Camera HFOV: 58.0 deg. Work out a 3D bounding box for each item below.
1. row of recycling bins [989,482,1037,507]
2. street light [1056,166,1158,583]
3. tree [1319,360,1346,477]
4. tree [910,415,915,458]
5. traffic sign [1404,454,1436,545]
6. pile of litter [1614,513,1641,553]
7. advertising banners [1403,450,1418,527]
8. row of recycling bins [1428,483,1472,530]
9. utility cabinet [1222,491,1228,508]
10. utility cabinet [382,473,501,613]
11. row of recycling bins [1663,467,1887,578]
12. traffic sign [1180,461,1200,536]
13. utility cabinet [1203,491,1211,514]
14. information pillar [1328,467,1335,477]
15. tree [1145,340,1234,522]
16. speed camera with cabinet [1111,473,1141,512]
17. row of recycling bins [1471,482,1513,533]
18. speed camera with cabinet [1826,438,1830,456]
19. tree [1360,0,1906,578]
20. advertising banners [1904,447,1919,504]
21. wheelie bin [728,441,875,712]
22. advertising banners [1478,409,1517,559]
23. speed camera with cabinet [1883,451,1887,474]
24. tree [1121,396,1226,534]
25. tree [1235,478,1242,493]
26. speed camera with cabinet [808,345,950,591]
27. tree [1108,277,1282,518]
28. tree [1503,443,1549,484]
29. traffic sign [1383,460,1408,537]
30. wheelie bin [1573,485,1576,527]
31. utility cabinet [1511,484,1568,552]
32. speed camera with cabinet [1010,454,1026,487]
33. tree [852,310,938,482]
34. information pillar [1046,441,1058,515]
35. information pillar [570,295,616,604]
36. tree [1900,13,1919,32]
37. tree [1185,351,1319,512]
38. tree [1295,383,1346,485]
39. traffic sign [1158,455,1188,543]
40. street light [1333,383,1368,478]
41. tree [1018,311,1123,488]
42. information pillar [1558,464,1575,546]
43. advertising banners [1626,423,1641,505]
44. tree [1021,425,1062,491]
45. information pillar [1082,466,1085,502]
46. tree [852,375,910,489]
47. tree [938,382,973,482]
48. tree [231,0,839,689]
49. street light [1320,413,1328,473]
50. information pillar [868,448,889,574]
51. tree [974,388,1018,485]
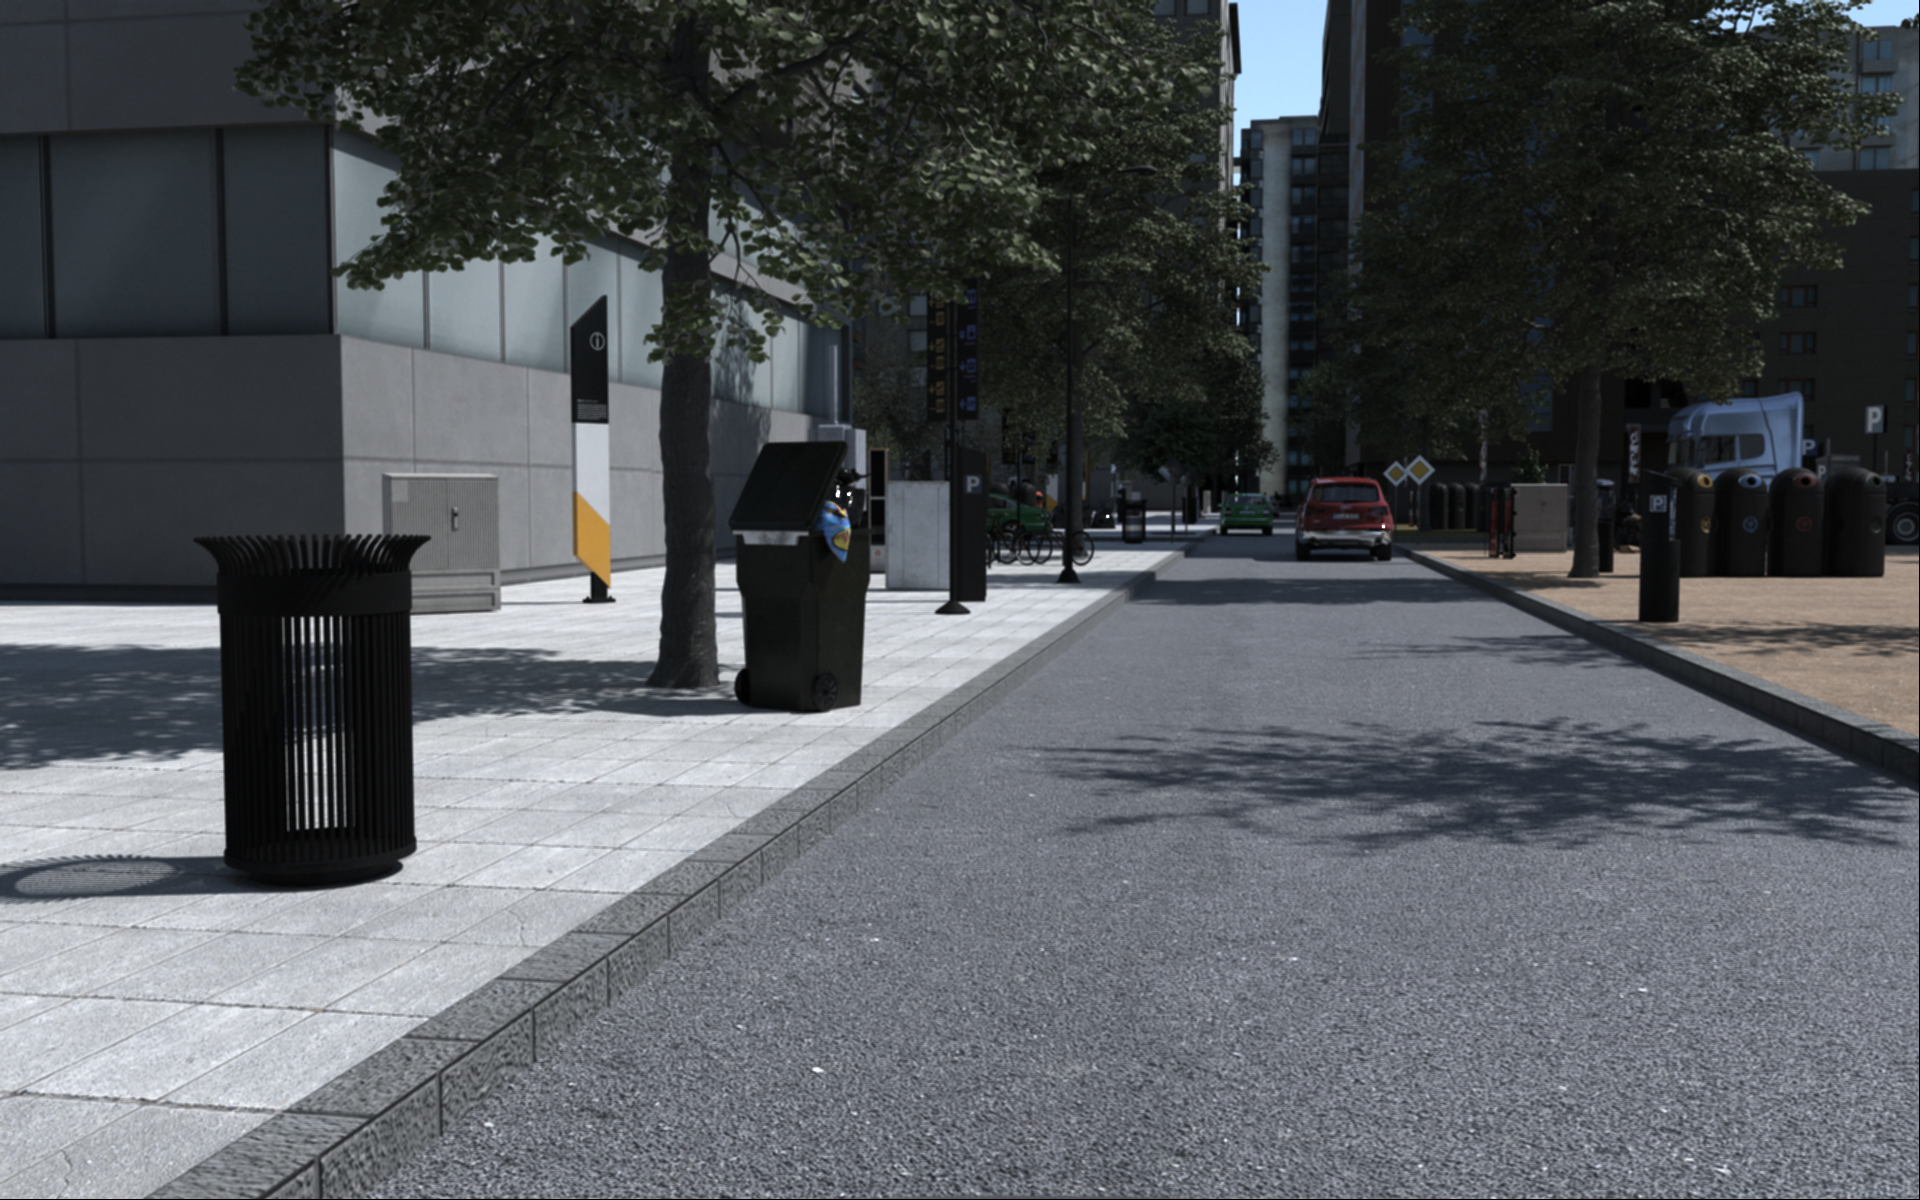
[{"bbox_3d":[0.927,-3.250,60.254,3.534,1.692,1.069,-1,4,-10],"label":"row of recycling bins"},{"bbox_3d":[2.100,-3.194,24.761,1.470,5.913,1.316,1,4,10],"label":"street light"},{"bbox_3d":[28.274,-12.532,130.648,9.928,11.665,9.643,0,3,0],"label":"tree"},{"bbox_3d":[-5.070,-10.443,121.097,4.737,8.622,4.395,0,3,0],"label":"tree"},{"bbox_3d":[11.607,-2.456,43.803,0.795,2.450,0.064,1,4,10],"label":"traffic sign"},{"bbox_3d":[14.741,-1.458,37.796,1.719,0.858,1.176,2,4,30],"label":"pile of litter"},{"bbox_3d":[17.868,-4.417,68.405,0.090,3.025,2.074,0,4,-6],"label":"advertising banners"},{"bbox_3d":[18.097,-3.396,62.644,3.534,1.692,1.069,-3,4,-38],"label":"row of recycling bins"},{"bbox_3d":[19.121,-7.112,124.953,0.318,1.500,1.173,0,4,1],"label":"utility cabinet"},{"bbox_3d":[-5.566,-0.609,18.633,1.173,1.500,0.318,-3,4,-36],"label":"utility cabinet"},{"bbox_3d":[12.551,-1.215,26.971,3.534,1.692,1.069,0,4,-2],"label":"row of recycling bins"},{"bbox_3d":[6.903,-3.004,52.762,0.795,2.450,0.064,1,4,10],"label":"traffic sign"},{"bbox_3d":[15.983,-6.318,111.973,0.318,1.500,1.173,1,4,19],"label":"utility cabinet"},{"bbox_3d":[26.558,-8.096,123.720,0.504,3.616,0.183,1,4,21],"label":"information pillar"},{"bbox_3d":[10.785,-7.936,80.115,4.737,8.622,4.395,0,3,0],"label":"tree"},{"bbox_3d":[11.761,-7.858,122.820,2.038,3.252,0.660,-1,4,-14],"label":"speed camera with cabinet"},{"bbox_3d":[18.116,-3.127,58.243,1.069,1.692,3.534,0,4,8],"label":"row of recycling bins"},{"bbox_3d":[31.246,-4.081,61.056,0.660,3.252,2.038,-1,4,-18],"label":"speed camera with cabinet"},{"bbox_3d":[10.003,-6.603,26.093,7.486,12.596,7.792,0,3,0],"label":"tree"},{"bbox_3d":[35.391,-4.120,63.545,0.090,3.025,2.074,-1,4,-15],"label":"advertising banners"},{"bbox_3d":[-0.960,-0.157,10.481,0.980,1.594,0.693,2,4,34],"label":"wheelie bin"},{"bbox_3d":[10.836,-2.375,35.021,0.090,3.025,2.074,0,4,-3],"label":"advertising banners"},{"bbox_3d":[41.875,-5.231,79.857,2.038,3.252,0.660,2,4,25],"label":"speed camera with cabinet"},{"bbox_3d":[6.936,-4.391,55.512,4.285,4.588,4.351,0,3,0],"label":"tree"},{"bbox_3d":[27.252,-10.915,173.059,1.663,3.219,1.824,0,3,0],"label":"tree"},{"bbox_3d":[-0.977,-1.764,23.176,2.038,3.252,0.660,1,4,12],"label":"speed camera with cabinet"},{"bbox_3d":[12.387,-10.689,91.769,9.611,12.733,9.660,0,3,0],"label":"tree"},{"bbox_3d":[21.388,-4.337,65.515,1.663,3.219,1.824,0,3,0],"label":"tree"},{"bbox_3d":[12.999,-2.937,51.667,0.795,2.450,0.064,1,4,10],"label":"traffic sign"},{"bbox_3d":[21.721,-3.233,60.773,0.980,1.594,0.693,3,5,42],"label":"wheelie bin"},{"bbox_3d":[12.581,-1.773,37.663,1.173,1.500,0.318,1,4,15],"label":"utility cabinet"},{"bbox_3d":[2.518,-5.670,87.047,0.660,3.252,2.038,-2,4,-31],"label":"speed camera with cabinet"},{"bbox_3d":[-3.594,-7.161,67.438,4.360,8.622,3.978,0,3,0],"label":"tree"},{"bbox_3d":[3.845,-4.940,72.121,0.504,3.616,0.183,0,4,0],"label":"information pillar"},{"bbox_3d":[-4.318,-1.770,20.297,0.183,3.616,0.504,3,5,41],"label":"information pillar"},{"bbox_3d":[11.048,-4.017,16.042,4.737,8.622,4.395,0,3,0],"label":"tree"},{"bbox_3d":[17.908,-11.975,121.542,9.928,11.665,9.643,0,3,0],"label":"tree"},{"bbox_3d":[24.765,-10.174,116.701,4.360,8.622,3.978,0,3,0],"label":"tree"},{"bbox_3d":[5.511,-2.523,44.899,0.795,2.450,0.064,1,4,10],"label":"traffic sign"},{"bbox_3d":[16.534,-6.124,72.674,1.470,5.913,1.316,1,4,10],"label":"street light"},{"bbox_3d":[4.413,-7.185,67.843,4.360,8.622,3.978,0,3,0],"label":"tree"},{"bbox_3d":[14.887,-2.329,42.570,0.304,2.012,0.304,2,4,35],"label":"information pillar"},{"bbox_3d":[17.318,-2.875,43.195,2.074,3.025,0.090,-2,4,-27],"label":"advertising banners"},{"bbox_3d":[5.146,-10.794,126.836,4.737,8.622,4.395,0,3,0],"label":"tree"},{"bbox_3d":[8.426,-7.677,116.872,0.504,3.616,0.183,1,4,12],"label":"information pillar"},{"bbox_3d":[-6.444,-9.878,111.862,4.737,8.622,4.395,0,3,0],"label":"tree"},{"bbox_3d":[-2.460,-8.036,81.755,4.360,8.622,3.978,0,3,0],"label":"tree"},{"bbox_3d":[-1.717,-5.721,11.658,7.486,12.596,7.792,0,3,0],"label":"tree"},{"bbox_3d":[21.232,-7.730,98.924,1.470,5.913,1.316,1,4,10],"label":"street light"},{"bbox_3d":[-1.309,-1.434,27.941,0.304,2.012,0.304,0,4,4],"label":"information pillar"},{"bbox_3d":[3.486,-8.814,94.466,4.360,8.622,3.978,0,3,0],"label":"tree"}]
